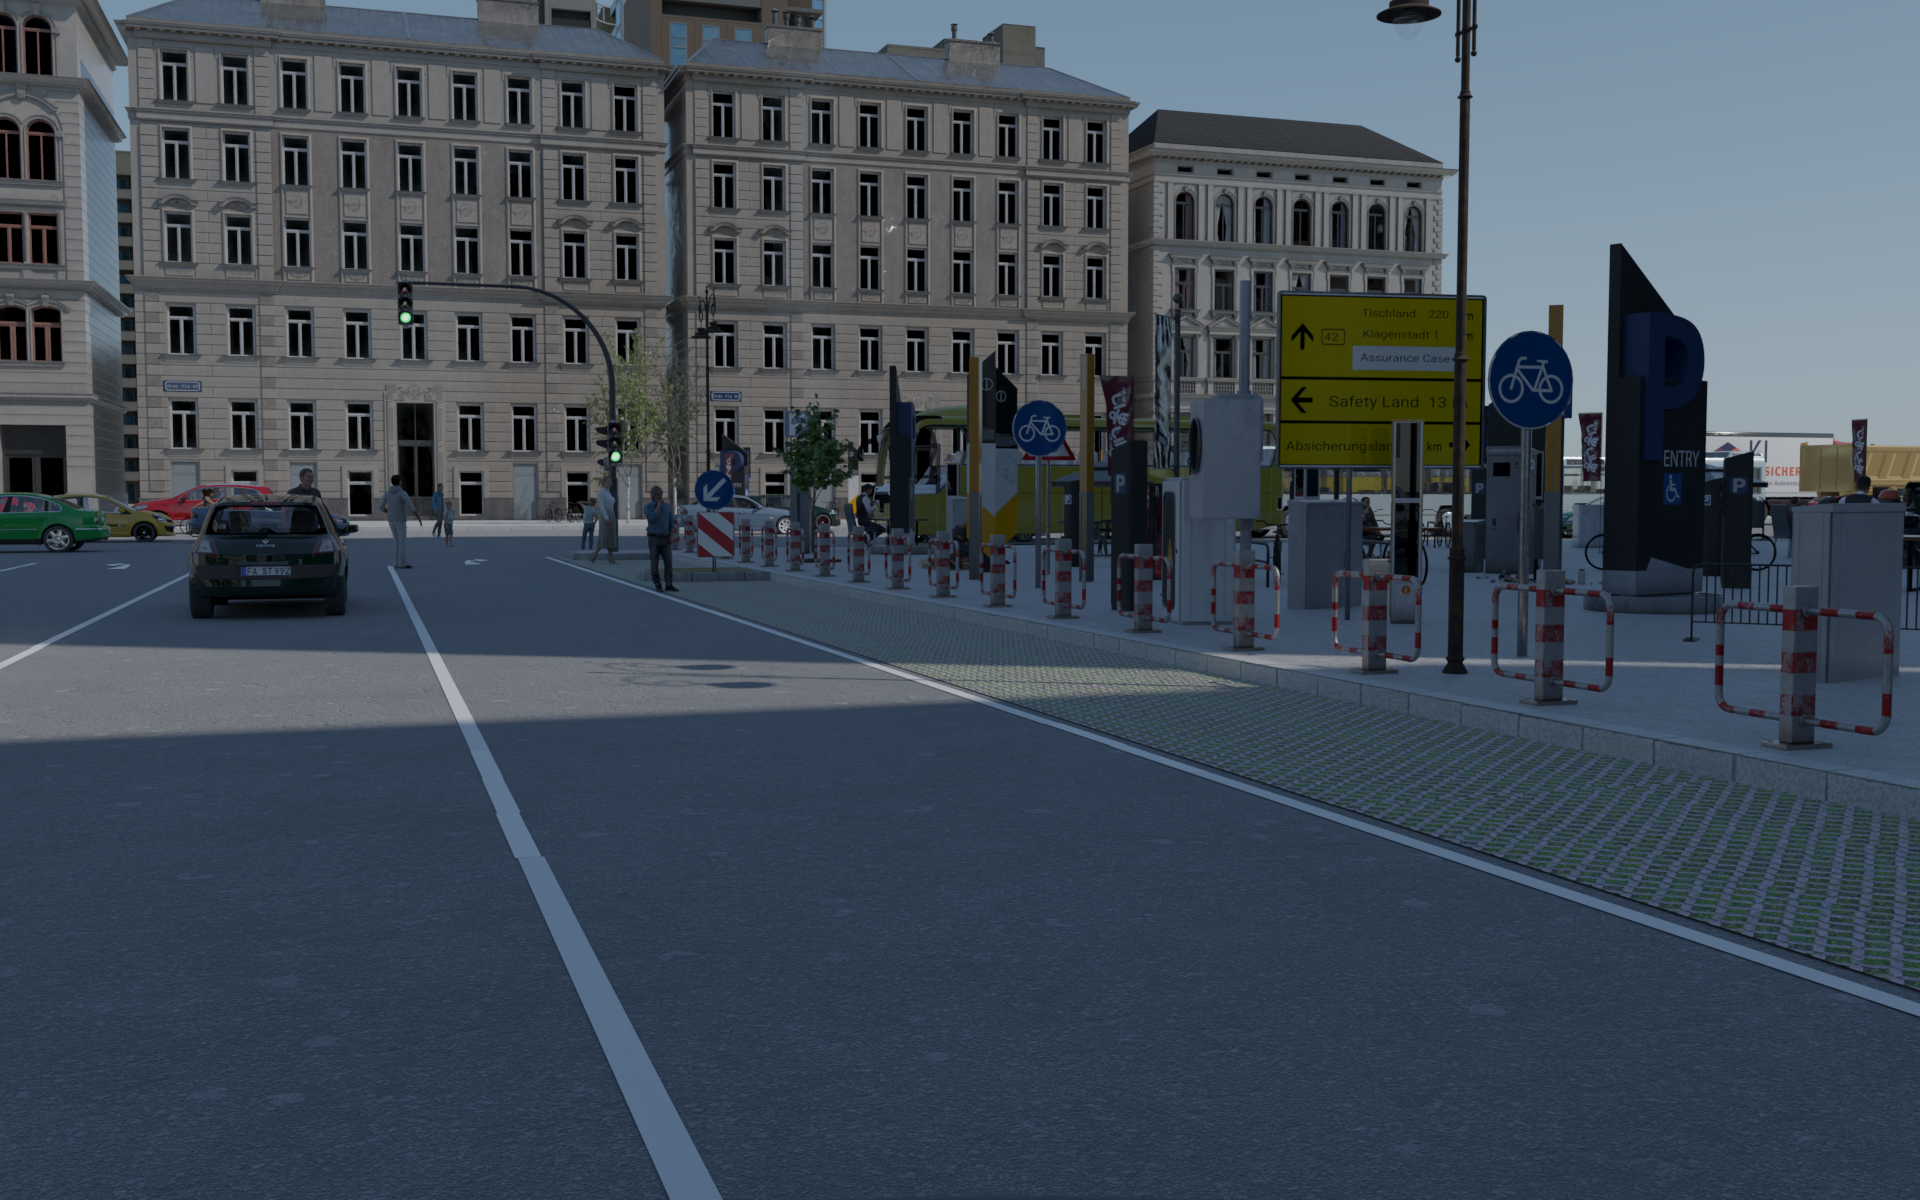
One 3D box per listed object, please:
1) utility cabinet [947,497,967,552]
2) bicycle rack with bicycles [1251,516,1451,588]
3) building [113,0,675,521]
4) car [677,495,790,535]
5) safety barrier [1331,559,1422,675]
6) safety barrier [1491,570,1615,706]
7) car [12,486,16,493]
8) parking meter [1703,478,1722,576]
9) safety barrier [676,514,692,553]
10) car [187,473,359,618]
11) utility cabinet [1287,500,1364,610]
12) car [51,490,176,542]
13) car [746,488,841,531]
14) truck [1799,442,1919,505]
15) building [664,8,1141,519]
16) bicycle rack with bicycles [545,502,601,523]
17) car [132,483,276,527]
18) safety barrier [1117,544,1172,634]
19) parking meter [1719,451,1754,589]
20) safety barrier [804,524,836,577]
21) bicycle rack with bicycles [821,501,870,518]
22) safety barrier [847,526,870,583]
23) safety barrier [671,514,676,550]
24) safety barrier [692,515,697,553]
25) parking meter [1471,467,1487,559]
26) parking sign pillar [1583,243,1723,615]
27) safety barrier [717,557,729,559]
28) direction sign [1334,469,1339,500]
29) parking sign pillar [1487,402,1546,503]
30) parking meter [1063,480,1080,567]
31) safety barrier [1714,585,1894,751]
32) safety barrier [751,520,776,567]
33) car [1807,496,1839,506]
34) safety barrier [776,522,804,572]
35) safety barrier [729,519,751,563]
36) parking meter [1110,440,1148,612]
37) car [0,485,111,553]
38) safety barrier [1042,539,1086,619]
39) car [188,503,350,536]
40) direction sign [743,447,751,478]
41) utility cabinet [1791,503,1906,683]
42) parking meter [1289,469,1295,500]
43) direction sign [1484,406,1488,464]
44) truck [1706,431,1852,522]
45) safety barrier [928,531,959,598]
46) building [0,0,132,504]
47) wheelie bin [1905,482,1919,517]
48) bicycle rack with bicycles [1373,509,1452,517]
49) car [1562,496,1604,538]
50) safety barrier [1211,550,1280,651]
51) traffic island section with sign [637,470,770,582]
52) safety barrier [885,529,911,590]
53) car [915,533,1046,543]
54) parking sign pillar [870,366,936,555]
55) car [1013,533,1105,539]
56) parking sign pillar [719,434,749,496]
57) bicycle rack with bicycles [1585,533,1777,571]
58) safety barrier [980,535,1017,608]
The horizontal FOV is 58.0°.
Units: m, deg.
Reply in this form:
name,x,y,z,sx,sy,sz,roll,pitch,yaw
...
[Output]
name,x,y,z,sx,sy,sz,roll,pitch,yaw
utility cabinet,0.253,-1.495,35.607,1.020,1.237,0.306,-2,4,-27
bicycle rack with bicycles,5.194,-0.701,24.837,2.852,0.926,2.925,0,4,-1
building,-27.904,-17.758,87.608,25.104,27.353,12.463,-1,4,-19
car,-7.820,-3.019,61.360,4.499,1.417,2.014,-1,4,-17
safety barrier,2.968,0.115,12.393,0.300,0.817,1.120,-1,4,-19
safety barrier,3.600,0.226,10.576,0.300,0.817,1.120,-1,4,-19
car,-35.267,-3.212,61.549,4.494,1.783,2.155,-1,4,-18
parking meter,11.789,-1.144,27.108,0.372,1.533,0.369,0,3,0
safety barrier,-5.900,-1.438,37.792,0.300,0.817,1.120,-1,4,-19
car,-8.534,-0.718,21.528,2.009,1.686,4.222,-1,4,-19
utility cabinet,4.140,-0.516,19.597,1.020,1.237,0.306,-3,5,-40
car,-25.607,-2.536,51.694,3.980,1.641,2.015,-1,4,-21
car,-6.821,-3.594,68.541,4.222,1.686,2.009,-1,4,-19
truck,32.614,-3.761,57.420,9.791,3.379,3.469,-1,4,-18
building,-4.071,-18.256,95.752,25.104,27.353,12.463,-1,4,-19
bicycle rack with bicycles,-17.274,-3.999,78.763,2.852,0.926,2.925,-2,4,-34
car,-27.451,-3.341,63.302,5.304,1.827,2.281,-1,4,-20
safety barrier,1.698,-0.107,16.029,0.300,0.817,1.120,-1,4,-19
parking meter,10.550,-1.092,23.560,0.399,1.863,0.255,1,4,17
safety barrier,-2.103,-0.773,26.920,0.300,0.817,1.120,-1,4,-19
bicycle rack with bicycles,-5.704,-4.366,84.767,2.852,0.926,2.925,1,4,14
safety barrier,-1.470,-0.663,25.111,0.300,0.817,1.120,-1,4,-19
safety barrier,-6.532,-1.549,39.602,0.300,0.817,1.120,-1,4,-19
safety barrier,-5.266,-1.328,35.983,0.300,0.817,1.120,-1,4,-19
parking meter,10.341,-1.747,34.276,0.399,1.863,0.255,3,5,41
parking sign pillar,7.649,-1.868,19.012,1.447,3.967,1.447,-3,4,-36
safety barrier,-4.632,-1.217,34.168,0.300,0.817,1.120,-1,4,-19
direction sign,4.761,-1.827,21.872,0.379,3.537,0.876,1,4,11
parking sign pillar,11.367,-2.853,35.123,1.447,3.967,1.447,1,4,16
parking meter,2.020,-1.354,30.542,0.372,1.533,0.369,0,3,0
safety barrier,4.239,0.338,8.753,0.300,0.817,1.120,-1,4,-19
safety barrier,-3.366,-0.995,30.541,0.300,0.817,1.120,-1,4,-19
car,40.591,-4.258,78.664,4.494,1.783,2.155,-1,4,-19
safety barrier,-2.736,-0.884,28.730,0.300,0.817,1.120,-1,4,-19
safety barrier,-4.000,-1.105,32.350,0.300,0.817,1.120,-1,4,-19
parking meter,1.855,-0.815,19.036,0.255,1.863,0.399,-2,4,-30
car,-23.536,-2.068,42.602,4.718,1.807,1.959,-1,4,-17
safety barrier,1.065,-0.218,17.847,0.300,0.817,1.120,-1,4,-19
car,-20.560,-2.424,51.628,4.499,1.417,2.014,-1,4,-20
direction sign,-10.547,-5.609,83.705,0.876,3.537,0.379,0,4,5
utility cabinet,6.192,-0.058,12.103,1.020,1.237,0.306,-3,4,-36
parking meter,5.950,-1.499,30.219,0.399,1.863,0.255,1,4,9
direction sign,13.213,-3.203,44.372,0.876,3.537,0.379,0,4,1
truck,37.762,-5.590,80.313,11.283,4.237,2.839,-1,4,-21
safety barrier,-0.208,-0.441,21.486,0.300,0.817,1.120,-1,4,-19
building,-51.641,-17.866,79.500,23.554,28.519,14.401,-1,4,-19
wheelie bin,24.468,-2.219,44.187,0.980,1.594,0.693,-1,4,-8
bicycle rack with bicycles,10.724,-1.769,42.306,2.852,0.926,2.925,1,4,11
car,21.584,-2.746,56.688,4.920,1.459,2.131,-1,4,-18
safety barrier,2.331,0.004,14.213,0.300,0.817,1.120,-1,4,-19
traffic island section with sign,-4.364,-1.247,29.024,1.989,1.847,2.006,-1,4,-19
safety barrier,-0.839,-0.552,23.296,0.300,0.817,1.120,-1,4,-19
car,0.255,-2.428,52.065,4.827,1.381,2.083,-1,4,-17
parking sign pillar,-1.233,-2.971,37.040,1.447,3.967,1.447,0,4,4
car,2.931,-2.832,55.101,4.718,1.807,1.959,-1,4,-18
parking sign pillar,-10.067,-5.427,77.206,1.447,3.967,1.447,1,4,22
bicycle rack with bicycles,12.298,-0.985,29.487,2.925,0.926,2.852,2,4,26
safety barrier,0.428,-0.329,19.661,0.300,0.817,1.120,-1,4,-19
